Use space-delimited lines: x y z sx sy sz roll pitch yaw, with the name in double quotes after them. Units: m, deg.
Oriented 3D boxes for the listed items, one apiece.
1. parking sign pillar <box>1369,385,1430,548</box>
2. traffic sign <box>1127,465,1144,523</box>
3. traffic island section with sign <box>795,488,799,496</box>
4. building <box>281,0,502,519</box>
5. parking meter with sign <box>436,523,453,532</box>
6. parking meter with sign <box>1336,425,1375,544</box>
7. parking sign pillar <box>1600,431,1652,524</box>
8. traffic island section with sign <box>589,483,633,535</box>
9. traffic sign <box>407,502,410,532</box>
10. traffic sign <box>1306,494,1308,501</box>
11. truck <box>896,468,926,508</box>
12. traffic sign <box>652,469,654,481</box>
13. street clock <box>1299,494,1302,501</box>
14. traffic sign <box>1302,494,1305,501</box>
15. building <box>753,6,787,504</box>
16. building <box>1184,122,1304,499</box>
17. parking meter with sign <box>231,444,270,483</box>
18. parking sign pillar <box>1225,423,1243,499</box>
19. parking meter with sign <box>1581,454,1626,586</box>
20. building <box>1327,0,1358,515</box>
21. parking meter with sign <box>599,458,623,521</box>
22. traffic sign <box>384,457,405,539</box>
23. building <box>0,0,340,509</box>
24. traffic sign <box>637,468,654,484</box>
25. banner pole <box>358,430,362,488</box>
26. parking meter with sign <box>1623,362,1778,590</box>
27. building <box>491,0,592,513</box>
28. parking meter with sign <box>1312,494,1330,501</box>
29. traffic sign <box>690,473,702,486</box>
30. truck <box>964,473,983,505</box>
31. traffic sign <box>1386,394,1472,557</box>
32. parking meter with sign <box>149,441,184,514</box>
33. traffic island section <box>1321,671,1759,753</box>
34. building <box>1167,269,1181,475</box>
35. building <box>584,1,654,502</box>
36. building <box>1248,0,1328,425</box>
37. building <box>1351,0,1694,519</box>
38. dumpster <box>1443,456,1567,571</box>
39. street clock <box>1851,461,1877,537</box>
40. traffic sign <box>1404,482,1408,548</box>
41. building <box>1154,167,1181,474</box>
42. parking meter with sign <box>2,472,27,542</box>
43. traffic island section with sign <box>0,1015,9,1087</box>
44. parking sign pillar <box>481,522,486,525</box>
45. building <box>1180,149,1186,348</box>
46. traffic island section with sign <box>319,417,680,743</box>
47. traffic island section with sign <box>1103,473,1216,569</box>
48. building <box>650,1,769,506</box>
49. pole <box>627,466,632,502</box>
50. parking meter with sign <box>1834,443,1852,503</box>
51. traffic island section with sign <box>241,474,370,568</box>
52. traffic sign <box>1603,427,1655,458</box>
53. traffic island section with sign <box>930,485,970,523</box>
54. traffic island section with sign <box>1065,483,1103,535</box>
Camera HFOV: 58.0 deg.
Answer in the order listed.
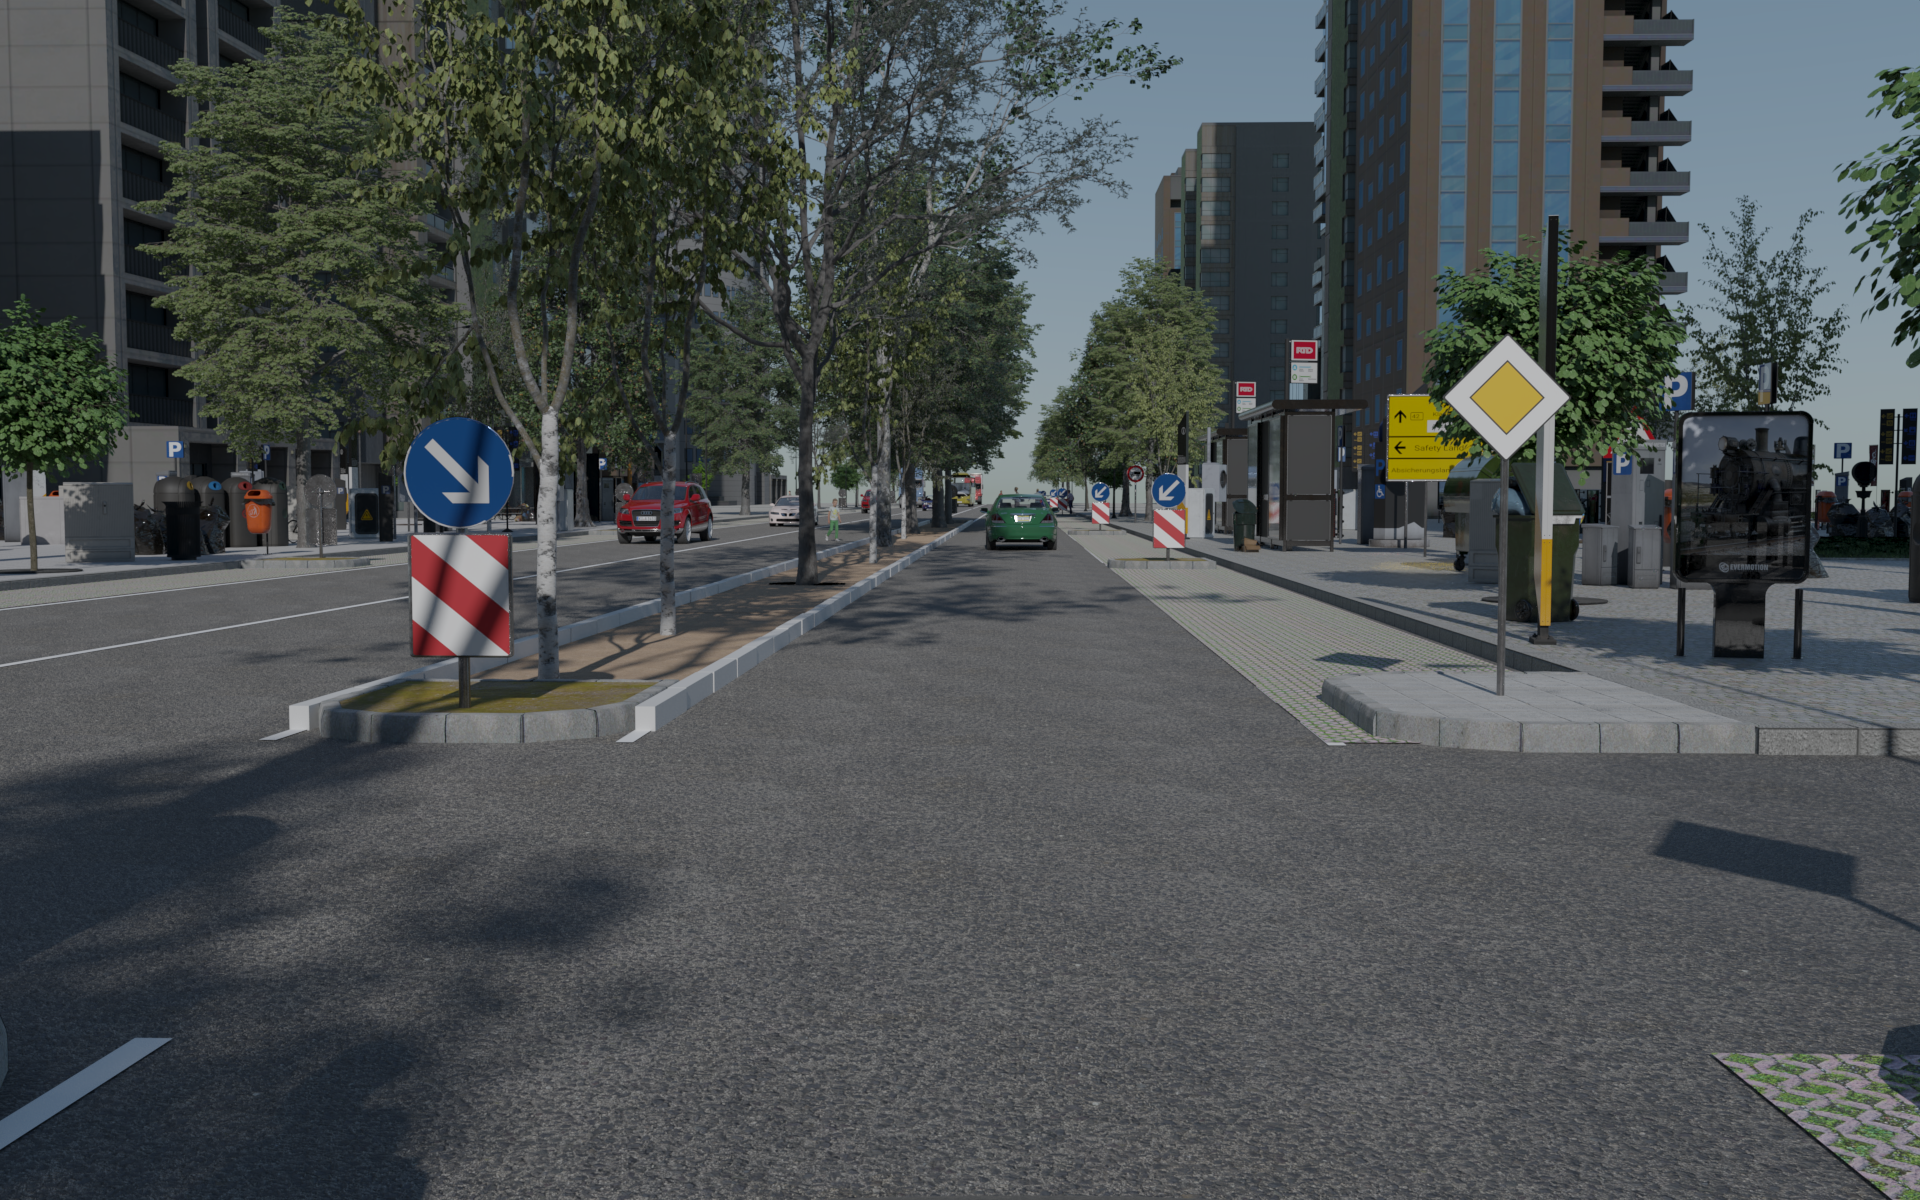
10.702 -3.278 42.070 1.447 3.967 1.447 -2 4 -28 "parking sign pillar"
7.707 -4.645 76.054 0.768 2.556 0.104 0 4 5 "traffic sign"
-10.229 -6.259 110.967 1.989 1.847 2.006 0 4 2 "traffic island section with sign"
-34.207 -25.114 94.211 14.154 41.232 14.086 0 4 2 "building"
-17.769 -3.868 59.507 0.543 3.016 1.738 0 4 -3 "parking meter with sign"
10.558 -2.935 44.253 1.738 3.016 0.543 0 4 -1 "parking meter with sign"
19.417 -3.793 50.486 1.447 3.967 1.447 3 4 38 "parking sign pillar"
-11.897 -3.206 61.043 1.989 1.847 2.006 0 4 2 "traffic island section with sign"
-18.747 -3.593 58.849 0.768 2.556 0.104 0 4 6 "traffic sign"
9.559 -2.790 47.751 0.606 2.300 0.079 1 4 10 "traffic sign"
-4.756 -11.817 182.973 2.967 4.110 18.799 0 4 1 "truck"
-15.161 -5.176 84.730 0.768 2.556 0.104 0 4 5 "traffic sign"
10.399 -2.960 52.963 0.471 2.002 0.358 -1 4 -18 "street clock"
9.687 -2.982 48.864 0.768 2.556 0.104 0 4 2 "traffic sign"
-33.160 -47.953 222.287 20.563 71.187 20.611 0 4 2 "building"
33.182 -31.186 193.478 14.154 41.232 14.086 0 4 2 "building"
-25.250 -3.961 61.016 1.738 3.016 0.543 0 4 2 "parking meter with sign"
10.468 -4.756 66.229 1.447 3.967 1.447 1 4 22 "parking sign pillar"
9.581 -1.729 24.536 1.738 3.016 0.543 -2 4 -30 "parking meter with sign"
29.866 -25.962 108.066 14.154 41.232 14.086 0 4 2 "building"
-16.741 -5.221 81.624 0.543 3.016 1.738 3 5 44 "parking meter with sign"
-16.020 -2.993 49.036 0.768 2.556 0.104 1 4 10 "traffic sign"
-38.020 -38.704 71.060 20.563 71.187 20.611 0 4 2 "building"
-13.914 -4.678 76.595 0.768 2.556 0.104 1 4 9 "traffic sign"
-23.691 -4.771 68.030 0.863 3.779 0.401 3 4 36 "banner pole"
9.967 -1.655 23.318 1.738 3.016 0.543 1 4 9 "parking meter with sign"
-38.032 -30.397 116.603 23.786 49.044 30.456 0 4 2 "building"
13.402 -4.170 64.438 1.738 3.016 0.543 3 5 40 "parking meter with sign"
-12.920 -5.048 84.670 0.606 2.300 0.079 0 4 6 "traffic sign"
1.811 -15.118 236.086 2.839 4.237 11.283 0 4 1 "truck"
9.805 -2.526 35.178 2.265 3.308 0.079 0 4 7 "traffic sign"
-25.793 -3.670 56.260 0.543 3.016 1.738 0 4 -2 "parking meter with sign"
3.462 0.687 11.043 2.009 0.180 2.903 0 4 2 "traffic island section"
33.307 -27.550 222.151 14.160 30.474 14.107 0 4 2 "building"
-32.992 -29.892 138.849 14.600 45.320 14.200 0 4 2 "building"
35.165 -49.963 129.573 22.319 86.520 31.000 0 4 2 "building"
29.797 -27.138 93.819 14.600 45.320 14.200 0 4 2 "building"
8.780 -1.556 27.941 1.502 2.255 1.985 0 4 2 "dumpster"
19.964 -2.062 38.284 0.471 2.002 0.358 1 4 12 "street clock"
10.523 -2.491 40.832 0.768 2.556 0.104 1 4 10 "traffic sign"
34.034 -35.889 236.899 14.600 45.320 14.200 0 4 2 "building"
-25.136 -3.054 46.202 1.738 3.016 0.543 -2 4 -28 "parking meter with sign"
-3.198 0.283 3.512 2.006 1.907 1.989 0 4 2 "traffic island section with sign"
-20.794 -5.181 73.180 1.447 3.967 1.447 3 5 39 "parking sign pillar"
33.263 -32.047 207.569 14.154 41.232 14.086 0 4 2 "building"
-2.943 -0.170 10.915 2.006 1.907 1.989 0 4 2 "traffic island section with sign"
3.891 -1.535 33.729 1.989 1.847 2.006 0 4 2 "traffic island section with sign"
-34.451 -40.131 198.148 21.231 58.520 28.212 0 4 2 "building"
-14.602 -5.059 76.565 0.158 3.312 0.155 0 3 0 "pole"
29.475 -3.773 57.944 0.543 3.016 1.738 2 4 28 "parking meter with sign"
-12.779 -1.558 34.102 1.989 1.847 2.006 0 4 2 "traffic island section with sign"
9.891 -1.559 25.494 0.884 2.594 0.081 0 4 2 "traffic sign"
-0.466 -4.763 86.012 2.006 1.907 1.989 0 4 2 "traffic island section with sign"
4.796 -3.196 60.881 1.989 1.847 2.006 0 4 2 "traffic island section with sign"
